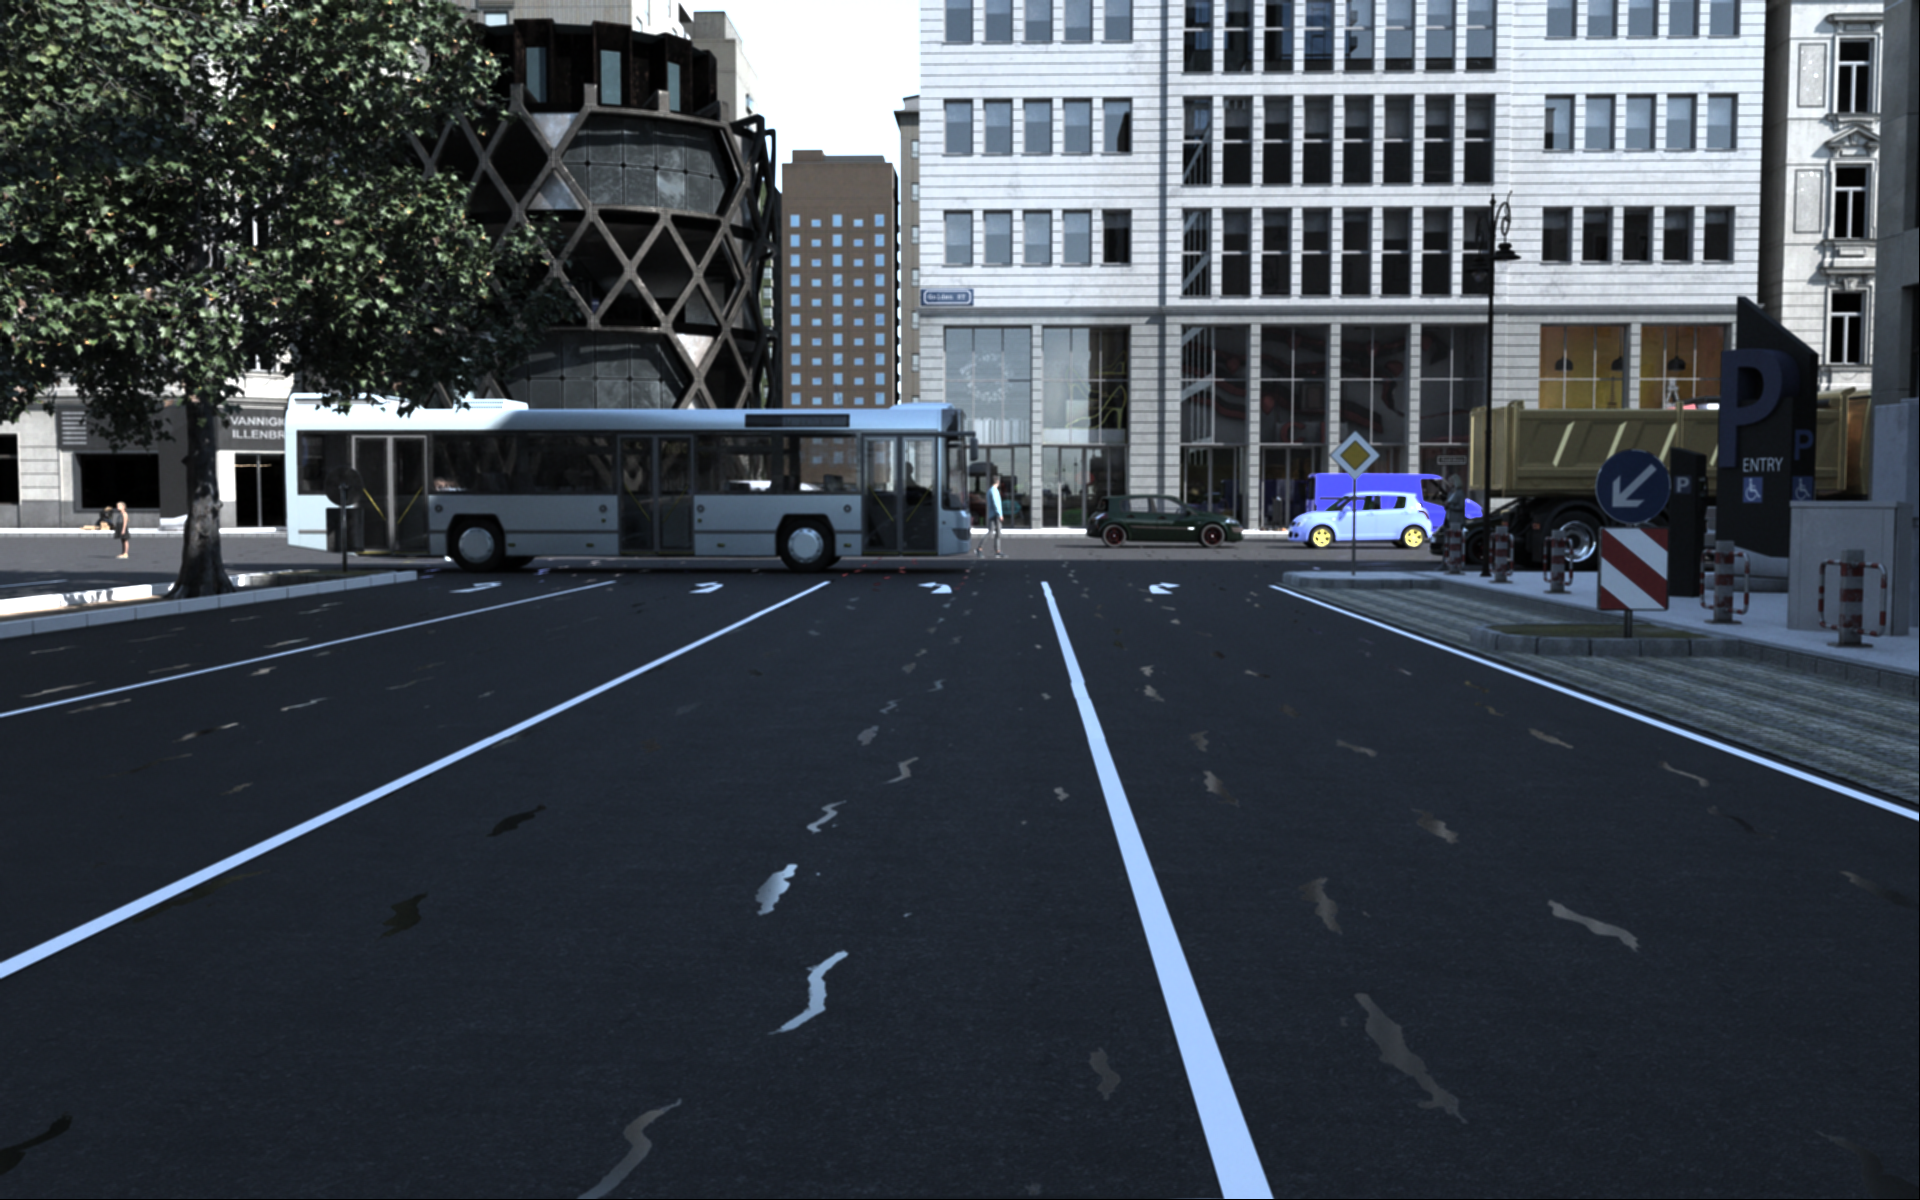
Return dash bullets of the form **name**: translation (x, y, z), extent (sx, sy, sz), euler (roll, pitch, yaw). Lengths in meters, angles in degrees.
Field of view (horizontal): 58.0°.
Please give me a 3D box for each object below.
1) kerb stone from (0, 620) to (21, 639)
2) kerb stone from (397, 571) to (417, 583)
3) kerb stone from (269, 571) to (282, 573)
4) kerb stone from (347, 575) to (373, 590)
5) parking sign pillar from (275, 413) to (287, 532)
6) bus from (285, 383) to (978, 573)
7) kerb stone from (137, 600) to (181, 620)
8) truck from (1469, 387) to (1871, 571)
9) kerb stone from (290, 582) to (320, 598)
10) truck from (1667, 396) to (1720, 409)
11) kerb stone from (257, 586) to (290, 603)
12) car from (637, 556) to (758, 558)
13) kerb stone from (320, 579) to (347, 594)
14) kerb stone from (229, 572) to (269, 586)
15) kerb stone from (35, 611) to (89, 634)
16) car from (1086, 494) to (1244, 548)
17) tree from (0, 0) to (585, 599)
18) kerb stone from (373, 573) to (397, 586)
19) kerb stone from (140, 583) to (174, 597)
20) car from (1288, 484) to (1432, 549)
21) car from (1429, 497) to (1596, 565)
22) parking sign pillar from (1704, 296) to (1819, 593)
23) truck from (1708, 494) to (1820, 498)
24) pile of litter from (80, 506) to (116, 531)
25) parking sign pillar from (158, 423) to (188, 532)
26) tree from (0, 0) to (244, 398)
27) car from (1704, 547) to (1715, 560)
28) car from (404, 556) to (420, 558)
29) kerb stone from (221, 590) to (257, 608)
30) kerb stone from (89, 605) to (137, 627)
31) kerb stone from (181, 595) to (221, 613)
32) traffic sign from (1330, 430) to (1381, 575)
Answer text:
- **kerb stone**: translation (-9.518, 0.310, 17.126), extent (0.120, 0.150, 1.000), euler (0, 4, 2)
- **kerb stone**: translation (-9.152, -0.382, 28.444), extent (0.120, 0.150, 1.000), euler (0, 4, 2)
- **kerb stone**: translation (-11.258, -0.388, 28.534), extent (0.120, 0.150, 1.000), euler (0, 4, 2)
- **kerb stone**: translation (-9.225, -0.256, 26.384), extent (0.120, 0.150, 1.000), euler (0, 4, 2)
- **parking sign pillar**: translation (-22.387, -4.281, 58.463), extent (1.447, 3.967, 1.447), euler (0, 4, -6)
- **bus**: translation (-5.559, -2.296, 32.407), extent (13.247, 3.499, 2.948), euler (0, 4, 2)
- **kerb stone**: translation (-9.422, 0.121, 20.221), extent (0.120, 0.150, 1.000), euler (0, 4, 2)
- **truck**: translation (14.831, -2.251, 32.723), extent (9.791, 3.379, 3.469), euler (0, 3, 0)
- **kerb stone**: translation (-9.286, -0.130, 24.331), extent (0.120, 0.150, 1.000), euler (0, 4, 2)
- **truck**: translation (23.564, -3.769, 50.540), extent (11.283, 4.237, 2.839), euler (0, 4, 3)
- **kerb stone**: translation (-9.325, -0.068, 23.305), extent (0.120, 0.150, 1.000), euler (0, 4, 2)
- **car**: translation (-5.817, -1.663, 39.778), extent (3.894, 1.354, 1.945), euler (0, 4, 2)
- **kerb stone**: translation (-9.261, -0.193, 25.359), extent (0.120, 0.150, 1.000), euler (0, 4, 2)
- **kerb stone**: translation (-11.292, -0.325, 27.507), extent (0.120, 0.150, 1.000), euler (0, 4, 2)
- **kerb stone**: translation (-9.487, 0.247, 18.162), extent (0.120, 0.150, 1.000), euler (0, 4, 2)
- **car**: translation (5.518, -2.258, 46.709), extent (4.222, 1.686, 2.009), euler (0, 4, 3)
- **tree**: translation (-10.441, -6.373, 23.658), extent (9.611, 12.733, 9.660), euler (0, 3, 0)
- **kerb stone**: translation (-9.192, -0.319, 27.415), extent (0.120, 0.150, 1.000), euler (0, 4, 2)
- **kerb stone**: translation (-11.392, -0.135, 24.406), extent (0.120, 0.150, 1.000), euler (0, 4, 2)
- **car**: translation (10.592, -2.226, 45.993), extent (3.694, 1.707, 1.945), euler (0, 4, 2)
- **car**: translation (11.887, -1.591, 35.801), extent (4.222, 1.686, 2.009), euler (0, 4, 4)
- **parking sign pillar**: translation (10.729, -2.116, 23.062), extent (1.447, 3.967, 1.447), euler (-1, 4, -19)
- **truck**: translation (20.855, -2.789, 41.526), extent (9.791, 3.379, 3.469), euler (0, 4, 4)
- **pile of litter**: translation (-30.186, -2.867, 60.839), extent (1.719, 0.858, 1.176), euler (3, 5, 45)
- **parking sign pillar**: translation (-26.704, -4.331, 59.280), extent (1.447, 3.967, 1.447), euler (-2, 4, -23)
- **tree**: translation (-10.453, -6.367, 13.220), extent (9.857, 13.997, 8.962), euler (0, 3, 0)
- **car**: translation (17.809, -1.494, 37.013), extent (3.894, 1.354, 1.945), euler (0, 4, 3)
- **car**: translation (-11.147, -1.825, 39.433), extent (3.694, 1.707, 1.945), euler (0, 4, 2)
- **kerb stone**: translation (-9.354, -0.005, 22.280), extent (0.120, 0.150, 1.000), euler (0, 4, 2)
- **kerb stone**: translation (-9.456, 0.184, 19.188), extent (0.120, 0.150, 1.000), euler (0, 4, 2)
- **kerb stone**: translation (-9.388, 0.058, 21.254), extent (0.120, 0.150, 1.000), euler (0, 4, 2)
- **traffic sign**: translation (6.201, -1.444, 27.249), extent (0.795, 2.450, 0.064), euler (0, 4, 2)
